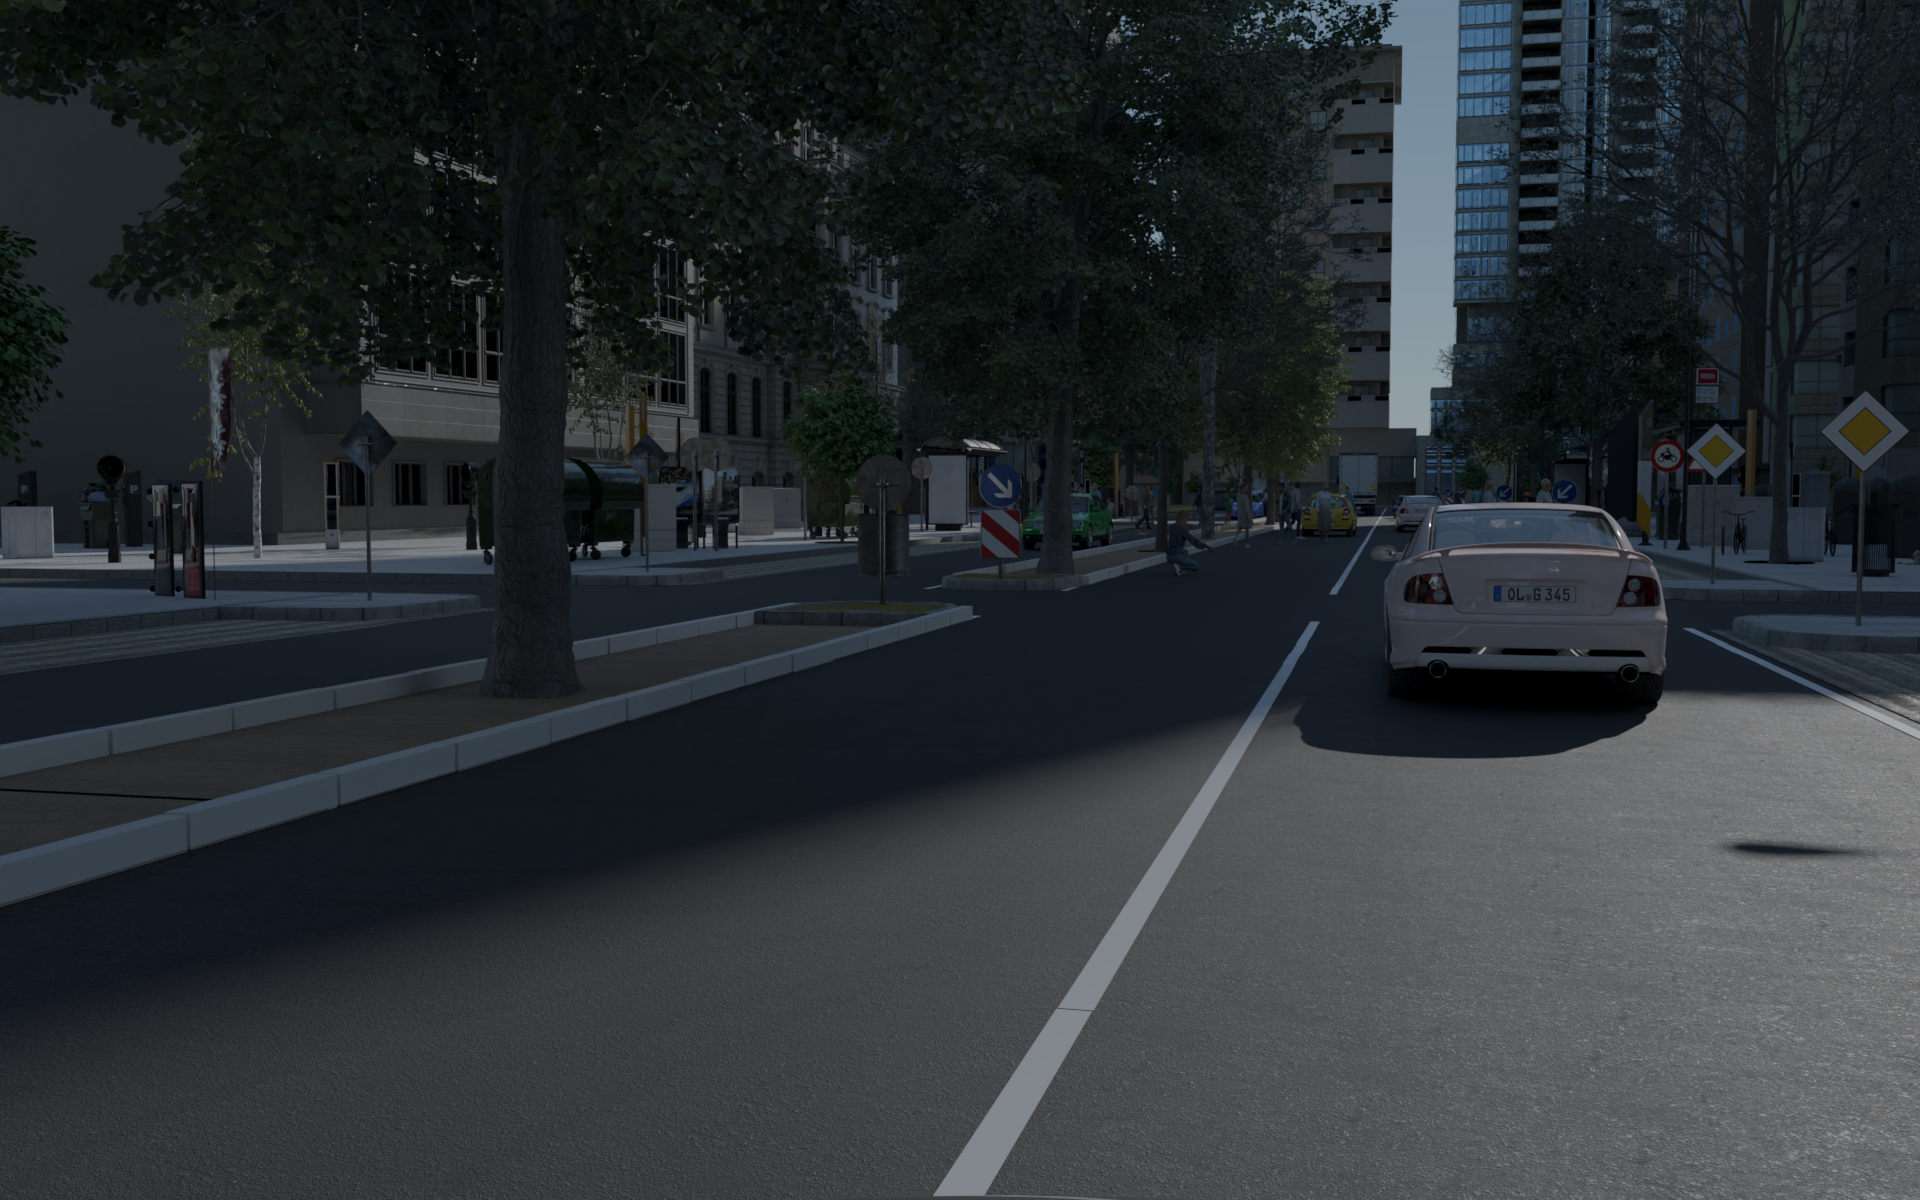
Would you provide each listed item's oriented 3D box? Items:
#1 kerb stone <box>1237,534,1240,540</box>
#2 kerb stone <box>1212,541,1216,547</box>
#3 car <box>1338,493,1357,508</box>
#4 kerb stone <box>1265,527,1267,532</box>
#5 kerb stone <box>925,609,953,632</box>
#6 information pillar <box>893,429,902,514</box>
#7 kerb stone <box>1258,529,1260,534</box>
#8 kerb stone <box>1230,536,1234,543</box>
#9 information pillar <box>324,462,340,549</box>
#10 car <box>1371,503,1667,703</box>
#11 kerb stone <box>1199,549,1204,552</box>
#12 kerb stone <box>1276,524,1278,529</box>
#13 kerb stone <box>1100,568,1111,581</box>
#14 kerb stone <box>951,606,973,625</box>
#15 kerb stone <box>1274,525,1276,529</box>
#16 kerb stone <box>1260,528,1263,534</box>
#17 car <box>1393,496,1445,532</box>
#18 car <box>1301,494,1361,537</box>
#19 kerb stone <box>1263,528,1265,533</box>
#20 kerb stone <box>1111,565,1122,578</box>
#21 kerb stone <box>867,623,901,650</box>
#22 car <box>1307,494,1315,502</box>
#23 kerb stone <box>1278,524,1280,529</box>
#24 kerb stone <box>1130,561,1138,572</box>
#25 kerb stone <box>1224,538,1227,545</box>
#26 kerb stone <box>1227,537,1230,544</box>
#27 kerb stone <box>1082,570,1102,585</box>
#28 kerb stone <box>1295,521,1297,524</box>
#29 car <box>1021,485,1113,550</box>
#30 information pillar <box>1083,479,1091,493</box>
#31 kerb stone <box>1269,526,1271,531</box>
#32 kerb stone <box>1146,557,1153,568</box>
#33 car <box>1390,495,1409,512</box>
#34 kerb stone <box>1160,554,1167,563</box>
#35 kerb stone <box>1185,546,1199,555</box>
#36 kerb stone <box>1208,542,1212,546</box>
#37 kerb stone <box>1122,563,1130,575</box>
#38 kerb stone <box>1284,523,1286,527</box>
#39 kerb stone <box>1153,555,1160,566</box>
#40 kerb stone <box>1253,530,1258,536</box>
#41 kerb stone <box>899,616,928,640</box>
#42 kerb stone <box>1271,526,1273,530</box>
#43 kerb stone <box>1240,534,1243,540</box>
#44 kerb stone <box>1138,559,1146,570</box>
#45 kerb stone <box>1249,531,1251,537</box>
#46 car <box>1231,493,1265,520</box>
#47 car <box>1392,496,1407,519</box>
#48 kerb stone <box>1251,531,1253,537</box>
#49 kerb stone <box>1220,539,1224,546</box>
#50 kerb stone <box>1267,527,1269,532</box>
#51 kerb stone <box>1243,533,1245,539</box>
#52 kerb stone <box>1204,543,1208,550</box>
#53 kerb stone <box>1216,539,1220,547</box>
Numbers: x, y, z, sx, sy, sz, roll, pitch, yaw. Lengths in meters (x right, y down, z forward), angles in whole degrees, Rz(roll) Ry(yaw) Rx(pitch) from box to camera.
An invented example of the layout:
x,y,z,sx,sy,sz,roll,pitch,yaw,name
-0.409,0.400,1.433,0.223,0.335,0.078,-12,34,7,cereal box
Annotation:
x,y,z,sx,sy,sz,roll,pitch,yaw,name
8.337,-1.864,52.709,0.120,0.150,1.000,1,4,14,kerb stone
6.596,-1.440,45.747,0.120,0.150,1.000,1,4,14,kerb stone
24.384,-6.241,110.841,1.959,1.807,4.718,1,4,14,car
11.085,-2.535,63.642,0.120,0.150,1.000,1,4,14,kerb stone
-0.284,0.234,18.377,0.120,0.150,1.000,1,4,14,kerb stone
-2.239,-4.335,62.227,0.183,3.616,0.504,3,4,38,information pillar
10.339,-2.349,60.667,0.120,0.150,1.000,1,4,14,kerb stone
7.841,-1.744,50.715,0.120,0.150,1.000,1,4,14,kerb stone
-14.590,-2.187,40.244,0.304,2.012,0.304,-1,4,-14,information pillar
4.247,-0.065,13.420,2.083,1.381,4.827,1,4,14,car
5.840,-1.258,42.763,0.120,0.150,1.000,1,4,14,kerb stone
12.588,-2.899,69.634,0.120,0.150,1.000,1,4,14,kerb stone
2.341,-0.407,28.845,0.120,0.150,1.000,1,4,14,kerb stone
-0.036,0.173,19.373,0.120,0.150,1.000,1,4,14,kerb stone
12.346,-2.839,68.632,0.120,0.150,1.000,1,4,14,kerb stone
10.587,-2.414,61.659,0.120,0.150,1.000,1,4,14,kerb stone
17.702,-3.313,66.524,2.083,1.381,4.827,1,4,13,car
12.725,-3.016,59.542,2.015,1.641,3.980,1,4,16,car
10.839,-2.474,62.649,0.120,0.150,1.000,1,4,14,kerb stone
2.603,-0.467,29.834,0.120,0.150,1.000,1,4,14,kerb stone
-0.783,0.355,16.392,0.120,0.150,1.000,1,4,14,kerb stone
19.527,-5.126,92.611,1.959,1.807,4.718,1,4,14,car
12.835,-2.960,70.626,0.120,0.150,1.000,1,4,14,kerb stone
3.095,-0.589,31.825,0.120,0.150,1.000,1,4,14,kerb stone
7.343,-1.623,48.730,0.120,0.150,1.000,1,4,14,kerb stone
7.586,-1.680,49.723,0.120,0.150,1.000,1,4,14,kerb stone
2.099,-0.341,27.852,0.120,0.150,1.000,1,4,14,kerb stone
17.086,-3.990,87.536,0.120,0.150,1.000,1,4,14,kerb stone
2.891,-2.280,46.078,1.959,1.807,4.718,1,4,16,car
6.330,-5.009,86.387,0.304,2.012,0.304,-1,4,-10,information pillar
11.588,-2.653,65.632,0.120,0.150,1.000,1,4,14,kerb stone
3.588,-0.710,33.815,0.120,0.150,1.000,1,4,14,kerb stone
35.166,-7.635,137.405,1.945,1.354,3.894,1,4,12,car
4.092,-0.830,35.803,0.120,0.150,1.000,1,4,14,kerb stone
5.592,-1.197,41.771,0.120,0.150,1.000,1,4,14,kerb stone
6.343,-1.380,44.754,0.120,0.150,1.000,1,4,14,kerb stone
2.842,-0.525,30.835,0.120,0.150,1.000,1,4,14,kerb stone
13.839,-3.205,74.604,0.120,0.150,1.000,1,4,14,kerb stone
3.847,-0.770,34.809,0.120,0.150,1.000,1,4,14,kerb stone
10.090,-2.291,59.658,0.120,0.150,1.000,1,4,14,kerb stone
-0.533,0.297,17.383,0.120,0.150,1.000,1,4,14,kerb stone
11.836,-2.718,66.633,0.120,0.150,1.000,1,4,14,kerb stone
8.586,-1.925,53.701,0.120,0.150,1.000,1,4,14,kerb stone
3.346,-0.650,32.822,0.120,0.150,1.000,1,4,14,kerb stone
9.345,-2.109,56.674,0.120,0.150,1.000,1,4,14,kerb stone
16.176,-5.375,97.476,1.945,1.707,3.694,1,4,13,car
26.435,-5.469,101.994,1.945,1.354,3.894,1,4,14,car
9.586,-2.166,57.667,0.120,0.150,1.000,1,4,14,kerb stone
7.095,-1.562,47.737,0.120,0.150,1.000,1,4,14,kerb stone
11.331,-2.595,64.634,0.120,0.150,1.000,1,4,14,kerb stone
8.843,-1.987,54.690,0.120,0.150,1.000,1,4,14,kerb stone
6.087,-1.319,43.755,0.120,0.150,1.000,1,4,14,kerb stone
6.839,-1.501,46.741,0.120,0.150,1.000,1,4,14,kerb stone
